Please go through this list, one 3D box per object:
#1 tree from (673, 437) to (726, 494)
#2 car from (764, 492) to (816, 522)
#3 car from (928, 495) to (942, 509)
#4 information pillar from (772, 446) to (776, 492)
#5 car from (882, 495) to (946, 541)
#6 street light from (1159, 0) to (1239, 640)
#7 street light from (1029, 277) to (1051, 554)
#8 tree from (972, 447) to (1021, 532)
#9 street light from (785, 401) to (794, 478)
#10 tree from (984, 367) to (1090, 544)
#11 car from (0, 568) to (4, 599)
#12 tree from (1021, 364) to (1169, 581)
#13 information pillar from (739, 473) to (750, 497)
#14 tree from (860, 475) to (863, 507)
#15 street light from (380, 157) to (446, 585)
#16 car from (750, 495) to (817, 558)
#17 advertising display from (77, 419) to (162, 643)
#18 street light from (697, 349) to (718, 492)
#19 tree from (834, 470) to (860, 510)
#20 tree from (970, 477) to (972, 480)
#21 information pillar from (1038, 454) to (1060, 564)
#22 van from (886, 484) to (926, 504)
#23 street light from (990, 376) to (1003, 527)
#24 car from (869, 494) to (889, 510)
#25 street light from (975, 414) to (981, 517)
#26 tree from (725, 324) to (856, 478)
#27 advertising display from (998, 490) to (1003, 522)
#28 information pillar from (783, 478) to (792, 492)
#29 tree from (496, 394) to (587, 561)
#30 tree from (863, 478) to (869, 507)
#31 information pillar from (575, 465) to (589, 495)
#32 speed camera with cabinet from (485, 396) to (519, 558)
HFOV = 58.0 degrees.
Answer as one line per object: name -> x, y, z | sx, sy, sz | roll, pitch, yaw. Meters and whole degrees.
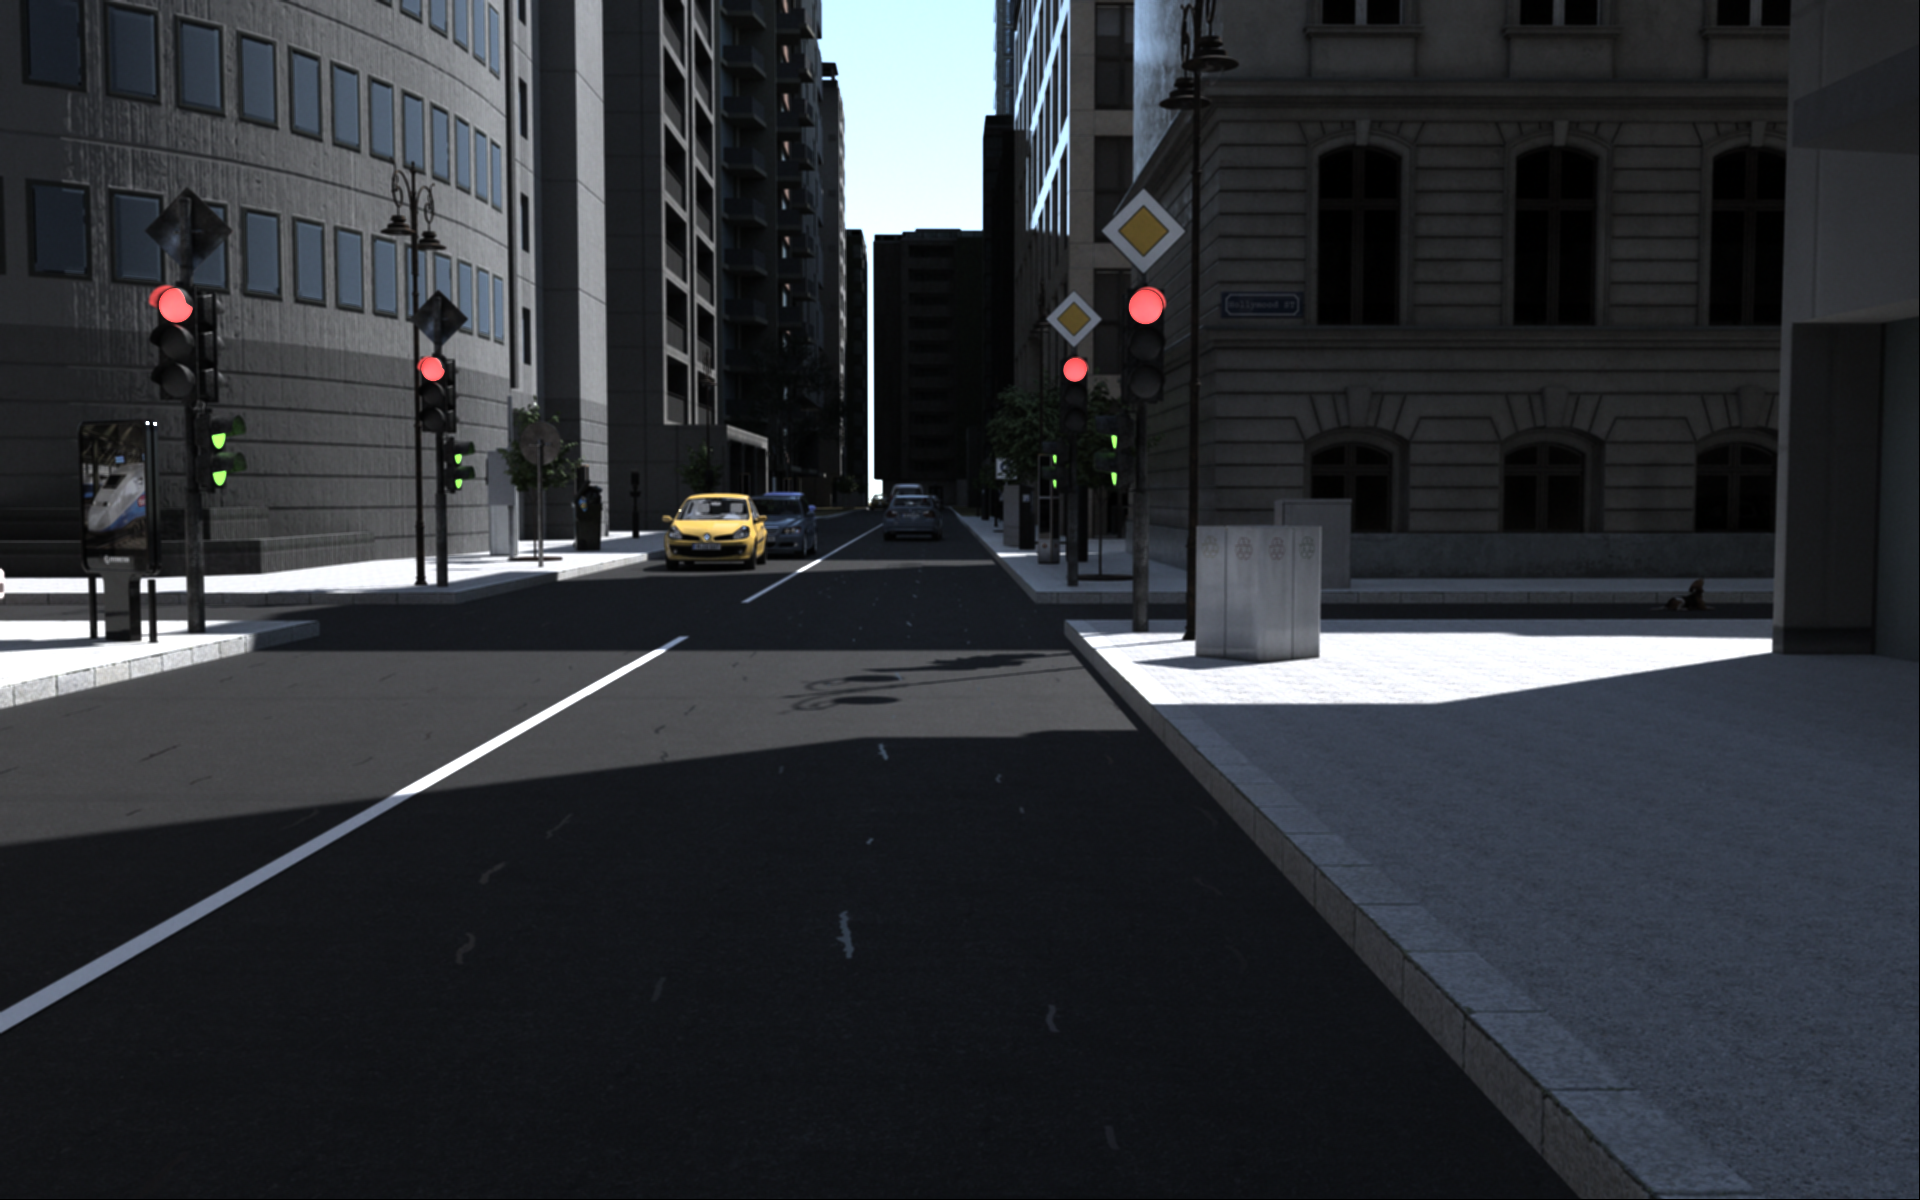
tree -> -8.651, -3.916, 58.625 | 1.663, 3.219, 1.824 | 0, 3, 0
car -> -5.076, -2.458, 49.788 | 1.945, 1.707, 3.694 | 0, 4, -1
car -> -2.470, -7.607, 136.743 | 2.083, 1.381, 4.827 | 0, 4, 0
information pillar -> -9.075, -5.706, 84.643 | 0.183, 3.616, 0.504 | -1, 4, -18
car -> -1.471, -2.607, 54.633 | 2.014, 1.417, 4.499 | 0, 4, 1
street light -> 2.050, -2.587, 15.086 | 0.468, 5.910, 1.993 | 0, 4, -1
street light -> 1.743, -3.934, 37.103 | 0.468, 5.910, 1.993 | 0, 4, -1
tree -> 1.656, -3.915, 58.619 | 1.663, 3.219, 1.824 | 0, 3, 0
street light -> -8.426, -6.914, 85.829 | 0.468, 5.910, 1.993 | 0, 4, -1
tree -> 2.237, -3.751, 45.038 | 4.285, 4.588, 4.351 | 0, 3, 0
car -> -13.812, -0.484, 20.278 | 4.827, 1.381, 2.083 | 0, 4, 0
tree -> 2.060, -1.928, 26.126 | 1.663, 3.219, 1.824 | 0, 3, 0
information pillar -> -7.686, -3.501, 61.741 | 0.304, 2.012, 0.304 | -2, 4, -32
tree -> -9.933, -9.923, 156.836 | 1.663, 3.219, 1.824 | 0, 3, 0
street light -> -7.593, -3.146, 24.221 | 0.468, 5.910, 1.993 | 0, 4, -1
car -> -4.306, -1.719, 40.115 | 2.014, 1.417, 4.499 | 0, 3, 0
advertising display -> -7.328, -0.605, 15.113 | 0.974, 1.923, 0.123 | 2, 4, 31
street light -> -8.051, -5.049, 55.337 | 0.468, 5.910, 1.993 | 0, 4, -1
tree -> -9.514, -8.886, 139.890 | 1.663, 3.219, 1.824 | 0, 3, 0
tree -> 1.360, -6.859, 106.754 | 1.663, 3.219, 1.824 | 0, 3, 0
information pillar -> 1.634, -1.670, 31.789 | 0.304, 2.012, 0.304 | 2, 4, 35
van -> -2.155, -4.061, 73.410 | 2.013, 2.044, 4.112 | 0, 3, 0
street light -> 1.415, -5.814, 67.845 | 0.468, 5.910, 1.993 | 0, 4, -1
car -> -7.151, -8.913, 155.949 | 2.015, 1.641, 3.980 | 0, 4, -1
street light -> 1.023, -7.679, 98.337 | 0.468, 5.910, 1.993 | 0, 4, -1
tree -> -9.169, -9.773, 94.198 | 8.767, 10.594, 7.601 | 2, 4, 32
advertising display -> 2.112, -4.501, 78.802 | 0.123, 1.923, 0.974 | -3, 5, -44
information pillar -> -8.022, -4.666, 80.785 | 0.304, 2.012, 0.304 | 2, 4, 25
tree -> -8.222, -2.372, 33.386 | 1.663, 3.219, 1.824 | 0, 3, 0
tree -> -9.844, -10.972, 173.992 | 1.663, 3.219, 1.824 | 0, 3, 0
information pillar -> -9.651, -2.431, 44.247 | 0.304, 2.012, 0.304 | 0, 4, 1
speed camera with cabinet -> -9.414, -2.526, 35.634 | 0.660, 3.252, 2.038 | -1, 4, -13
